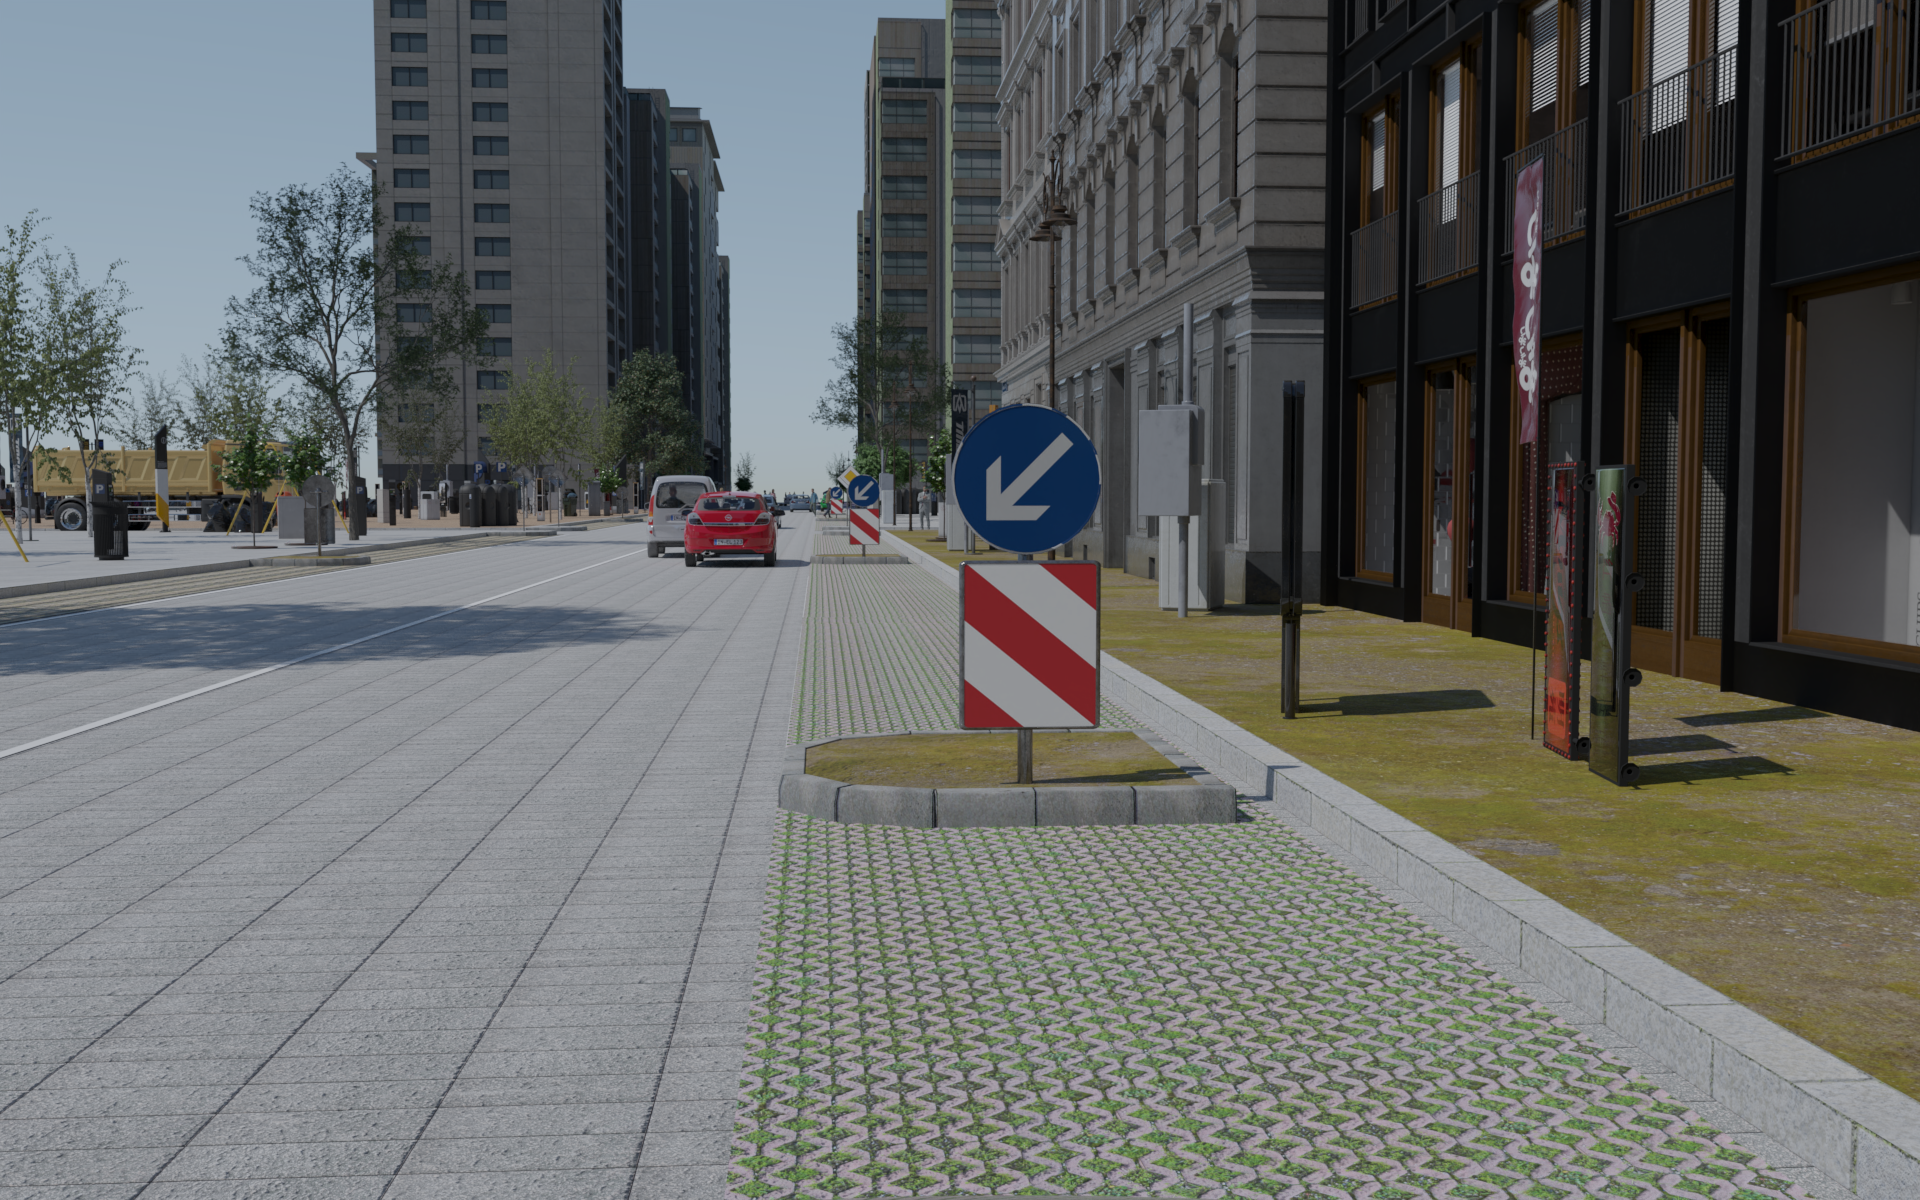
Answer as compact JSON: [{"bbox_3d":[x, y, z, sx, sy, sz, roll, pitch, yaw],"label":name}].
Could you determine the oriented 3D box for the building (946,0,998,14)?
[{"bbox_3d":[6.027,-25.596,102.082,14.154,41.232,14.086,0,4,-5],"label":"building"}]

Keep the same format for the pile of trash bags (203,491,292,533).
[{"bbox_3d":[-23.725,-2.963,58.194,3.447,1.369,1.912,2,4,25],"label":"pile of trash bags"}]

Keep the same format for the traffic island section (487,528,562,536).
[{"bbox_3d":[-15.048,-2.289,59.702,2.009,0.180,2.903,0,4,-5],"label":"traffic island section"}]

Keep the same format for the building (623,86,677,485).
[{"bbox_3d":[-35.811,-29.702,169.227,14.154,41.232,14.086,0,4,-5],"label":"building"}]

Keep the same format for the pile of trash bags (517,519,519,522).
[{"bbox_3d":[-21.281,-4.151,77.616,1.912,1.369,3.447,1,4,12],"label":"pile of trash bags"}]

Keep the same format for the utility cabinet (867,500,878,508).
[{"bbox_3d":[-4.533,-4.995,90.345,0.318,1.500,1.173,-1,4,-17],"label":"utility cabinet"}]

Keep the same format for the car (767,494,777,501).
[{"bbox_3d":[-26.736,-14.157,243.463,2.014,1.417,4.499,0,4,-3],"label":"car"}]

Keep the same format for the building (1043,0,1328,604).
[{"bbox_3d":[7.262,-10.985,28.752,9.793,20.994,18.267,0,4,-5],"label":"building"}]

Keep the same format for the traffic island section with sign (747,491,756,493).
[{"bbox_3d":[-32.696,-16.386,276.535,1.989,1.847,2.006,0,4,-5],"label":"traffic island section with sign"}]

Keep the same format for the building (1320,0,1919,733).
[{"bbox_3d":[10.923,-11.145,11.902,12.332,23.373,15.834,0,4,-5],"label":"building"}]

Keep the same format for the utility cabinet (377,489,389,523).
[{"bbox_3d":[-25.424,-4.143,76.413,0.318,1.500,1.173,-2,4,-30],"label":"utility cabinet"}]

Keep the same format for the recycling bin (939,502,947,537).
[{"bbox_3d":[-0.185,-2.426,52.215,0.722,1.027,0.722,2,4,24],"label":"recycling bin"}]

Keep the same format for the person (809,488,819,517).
[{"bbox_3d":[-9.174,-6.119,108.889,0.444,1.785,0.601,-3,5,-44],"label":"person"}]

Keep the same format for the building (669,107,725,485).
[{"bbox_3d":[-47.995,-39.748,239.123,28.713,52.752,27.495,0,4,-5],"label":"building"}]

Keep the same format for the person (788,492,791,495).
[{"bbox_3d":[-22.907,-13.669,232.899,0.541,1.710,0.530,1,4,11],"label":"person"}]

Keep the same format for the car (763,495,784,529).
[{"bbox_3d":[-8.400,-3.699,72.475,2.014,1.417,4.499,0,4,-4],"label":"car"}]

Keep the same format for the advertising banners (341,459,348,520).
[{"bbox_3d":[-30.664,-5.511,86.292,0.090,3.025,2.074,-2,4,-27],"label":"advertising banners"}]

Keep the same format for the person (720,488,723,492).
[{"bbox_3d":[-13.561,-5.466,98.219,0.624,1.780,0.694,-1,4,-22],"label":"person"}]

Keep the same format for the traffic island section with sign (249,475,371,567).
[{"bbox_3d":[-13.048,-1.612,34.978,1.989,1.847,2.006,0,4,-5],"label":"traffic island section with sign"}]

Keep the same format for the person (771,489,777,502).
[{"bbox_3d":[-13.809,-7.325,128.275,0.388,1.821,0.555,2,4,31],"label":"person"}]

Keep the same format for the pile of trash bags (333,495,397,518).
[{"bbox_3d":[-32.214,-5.199,94.758,3.447,1.369,1.912,2,4,24],"label":"pile of trash bags"}]

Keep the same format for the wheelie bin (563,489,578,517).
[{"bbox_3d":[-22.124,-5.526,98.263,0.980,1.594,0.693,2,4,30],"label":"wheelie bin"}]

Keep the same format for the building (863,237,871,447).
[{"bbox_3d":[-3.975,-25.982,196.502,14.160,30.474,14.107,0,4,-5],"label":"building"}]

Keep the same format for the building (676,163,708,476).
[{"bbox_3d":[-38.306,-32.049,207.598,14.154,41.232,14.086,0,4,-5],"label":"building"}]

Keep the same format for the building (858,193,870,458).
[{"bbox_3d":[-6.263,-33.881,237.551,14.154,41.232,14.086,0,4,-5],"label":"building"}]

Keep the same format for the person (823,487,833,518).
[{"bbox_3d":[-7.876,-5.831,103.746,0.656,1.842,0.836,3,5,39],"label":"person"}]

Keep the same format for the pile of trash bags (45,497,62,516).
[{"bbox_3d":[-53.946,-5.555,100.581,3.447,1.369,1.912,-2,4,-29],"label":"pile of trash bags"}]

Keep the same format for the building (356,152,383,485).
[{"bbox_3d":[-45.876,-30.341,187.949,32.217,40.220,23.993,0,4,-5],"label":"building"}]

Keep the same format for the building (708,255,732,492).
[{"bbox_3d":[-45.538,-36.968,288.027,14.154,41.232,14.086,0,4,-5],"label":"building"}]

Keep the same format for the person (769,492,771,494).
[{"bbox_3d":[-27.748,-14.947,253.019,1.348,1.807,0.705,0,4,7],"label":"person"}]

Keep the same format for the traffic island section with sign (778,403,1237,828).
[{"bbox_3d":[0.129,0.017,8.343,1.989,1.847,2.006,0,4,-5],"label":"traffic island section with sign"}]

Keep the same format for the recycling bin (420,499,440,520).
[{"bbox_3d":[-26.268,-4.485,85.878,0.722,1.027,0.722,-3,5,-43],"label":"recycling bin"}]

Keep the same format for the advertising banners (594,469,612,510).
[{"bbox_3d":[-24.657,-7.671,121.612,2.074,3.025,0.090,-1,4,-21],"label":"advertising banners"}]

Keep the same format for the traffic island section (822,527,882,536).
[{"bbox_3d":[-3.793,-2.344,60.609,2.009,0.180,2.903,0,4,-5],"label":"traffic island section"}]

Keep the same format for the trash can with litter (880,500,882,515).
[{"bbox_3d":[-4.778,-5.651,103.787,1.055,1.170,0.624,0,4,5],"label":"trash can with litter"}]

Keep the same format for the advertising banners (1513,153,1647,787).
[{"bbox_3d":[2.962,-0.749,8.436,0.090,3.025,2.074,0,4,4],"label":"advertising banners"}]

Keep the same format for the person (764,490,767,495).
[{"bbox_3d":[-18.997,-9.781,168.425,0.705,1.824,1.348,-2,4,-26],"label":"person"}]

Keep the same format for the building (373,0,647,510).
[{"bbox_3d":[-37.868,-43.571,150.640,20.563,71.187,20.611,0,4,-5],"label":"building"}]

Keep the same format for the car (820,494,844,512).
[{"bbox_3d":[-10.410,-8.059,140.554,1.959,1.807,4.718,0,4,-4],"label":"car"}]

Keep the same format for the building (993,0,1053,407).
[{"bbox_3d":[7.211,-12.988,48.516,11.583,22.565,21.152,0,4,-5],"label":"building"}]

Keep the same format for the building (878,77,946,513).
[{"bbox_3d":[1.143,-21.556,124.142,14.160,30.474,14.107,0,4,-5],"label":"building"}]

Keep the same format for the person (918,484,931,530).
[{"bbox_3d":[-1.353,-3.489,65.724,0.511,1.800,0.466,0,3,0],"label":"person"}]

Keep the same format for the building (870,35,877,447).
[{"bbox_3d":[-1.586,-31.666,167.848,14.600,45.320,14.200,0,4,-5],"label":"building"}]

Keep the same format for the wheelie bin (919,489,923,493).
[{"bbox_3d":[-2.559,-6.399,112.536,0.980,1.594,0.693,0,4,7],"label":"wheelie bin"}]

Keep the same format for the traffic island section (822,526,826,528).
[{"bbox_3d":[-4.441,-2.831,68.568,2.009,0.180,2.903,0,4,-5],"label":"traffic island section"}]

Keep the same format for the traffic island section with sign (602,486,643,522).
[{"bbox_3d":[-17.505,-4.973,89.944,1.989,1.847,2.006,0,4,-5],"label":"traffic island section with sign"}]

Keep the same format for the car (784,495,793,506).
[{"bbox_3d":[-20.163,-11.951,207.763,2.083,1.381,4.827,0,4,-3],"label":"car"}]

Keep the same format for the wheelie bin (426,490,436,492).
[{"bbox_3d":[-37.354,-7.003,122.405,0.980,1.594,0.693,-1,4,-10],"label":"wheelie bin"}]

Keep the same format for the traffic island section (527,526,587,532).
[{"bbox_3d":[-15.695,-2.776,67.661,2.009,0.180,2.903,0,4,-5],"label":"traffic island section"}]

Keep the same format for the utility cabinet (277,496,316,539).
[{"bbox_3d":[-19.069,-2.364,49.818,1.020,1.237,0.306,-2,4,-25],"label":"utility cabinet"}]

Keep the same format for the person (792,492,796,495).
[{"bbox_3d":[-25.799,-15.984,269.865,1.348,1.821,0.705,-2,4,-29],"label":"person"}]

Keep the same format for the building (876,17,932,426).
[{"bbox_3d":[-0.423,-28.731,153.345,14.154,41.232,14.086,0,4,-5],"label":"building"}]

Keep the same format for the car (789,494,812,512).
[{"bbox_3d":[-12.584,-7.658,137.218,2.014,1.417,4.499,0,4,-5],"label":"car"}]

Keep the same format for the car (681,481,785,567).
[{"bbox_3d":[-4.677,-1.626,35.626,2.155,1.783,4.494,0,4,-5],"label":"car"}]

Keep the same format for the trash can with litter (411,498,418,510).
[{"bbox_3d":[-44.504,-7.912,140.743,1.055,1.170,0.624,-1,4,-10],"label":"trash can with litter"}]
